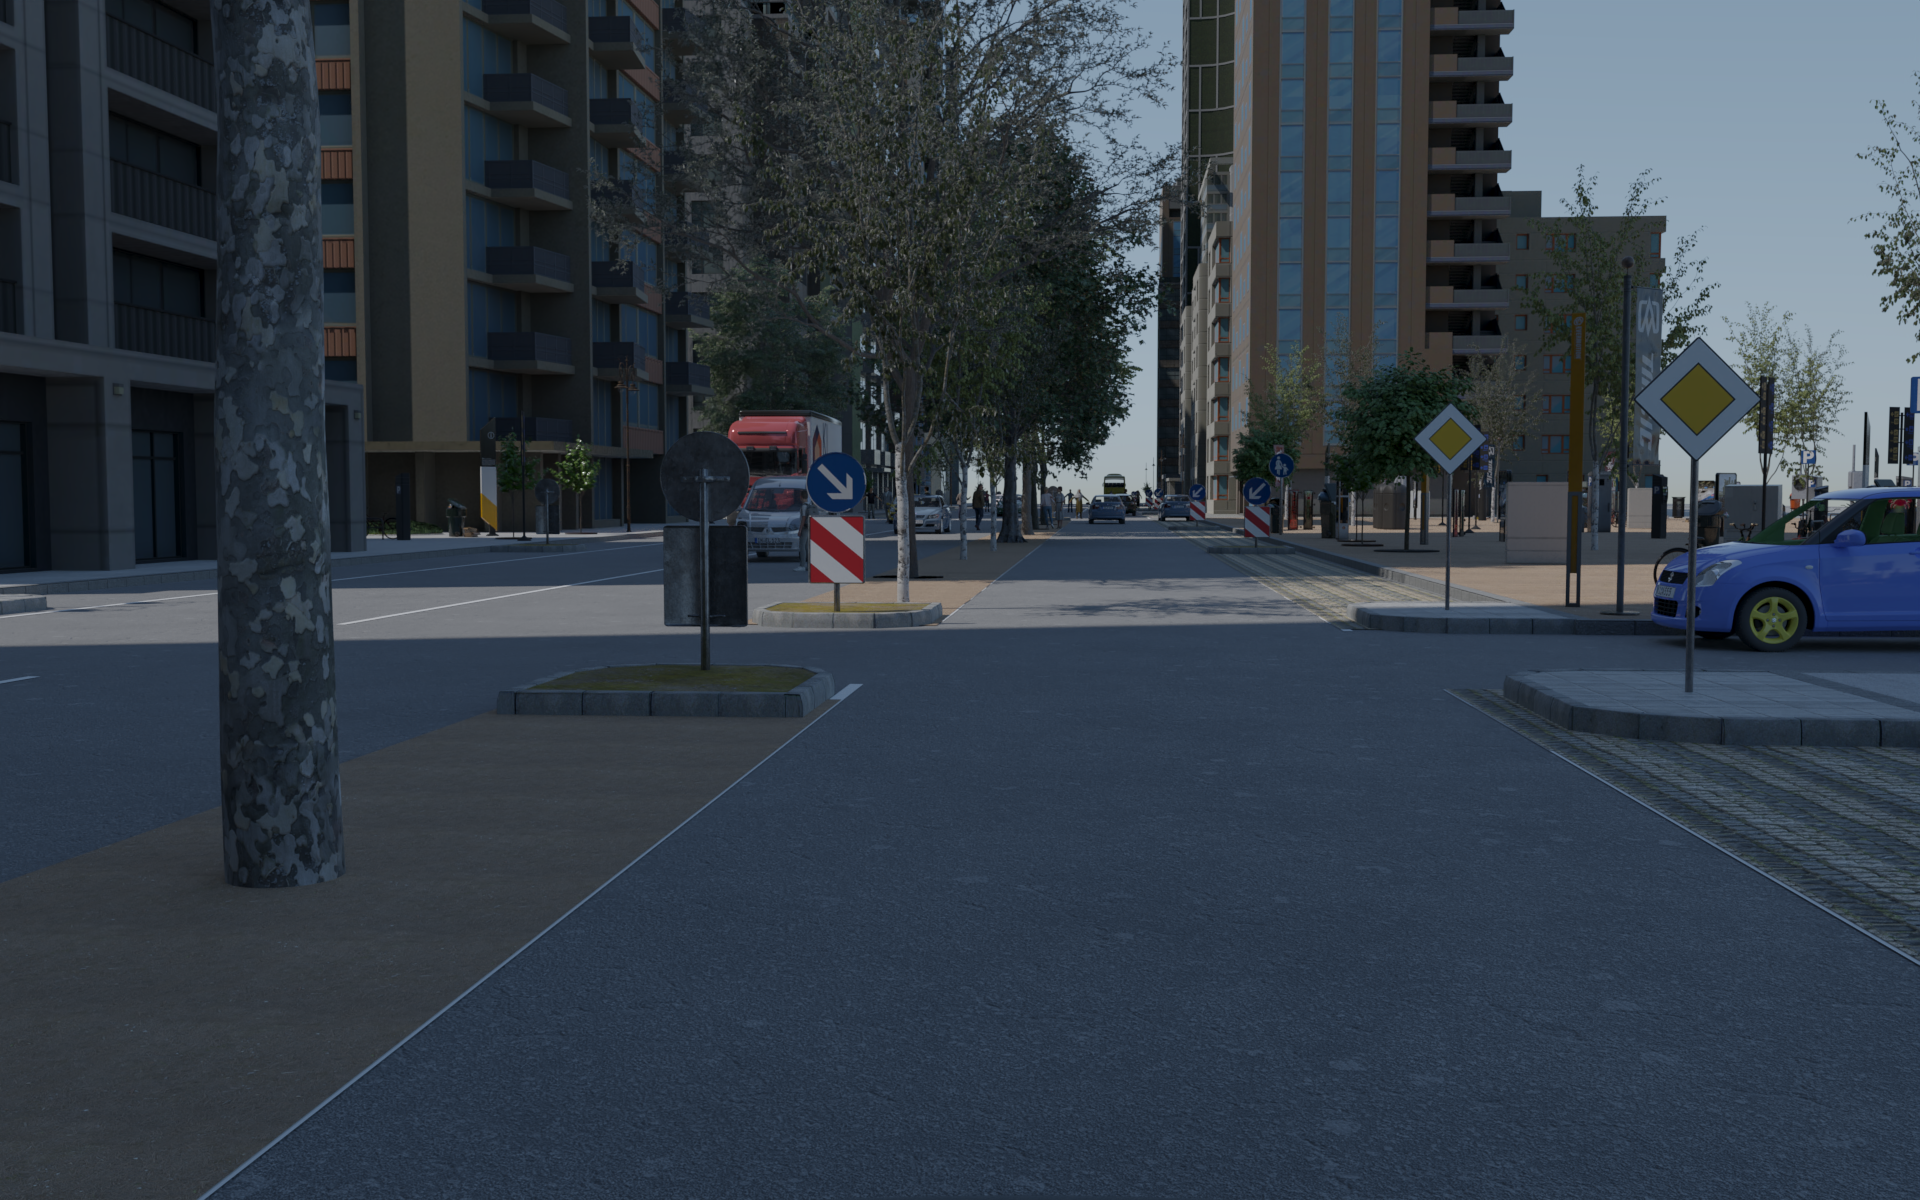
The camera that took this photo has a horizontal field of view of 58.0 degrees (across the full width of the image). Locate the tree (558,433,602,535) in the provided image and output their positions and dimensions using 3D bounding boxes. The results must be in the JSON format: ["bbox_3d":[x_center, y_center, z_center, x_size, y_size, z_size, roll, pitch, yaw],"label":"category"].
[{"bbox_3d":[-12.223,-3.702,55.131,1.663,3.219,1.824,0,3,0],"label":"tree"}]

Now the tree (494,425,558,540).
[{"bbox_3d":[-12.720,-3.329,49.031,1.663,3.219,1.824,0,3,0],"label":"tree"}]

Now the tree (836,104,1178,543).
[{"bbox_3d":[1.478,-8.011,50.441,9.611,12.733,9.660,0,3,0],"label":"tree"}]

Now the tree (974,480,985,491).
[{"bbox_3d":[2.838,-14.511,231.852,1.663,3.219,1.824,0,3,0],"label":"tree"}]

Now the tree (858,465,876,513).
[{"bbox_3d":[-6.485,-7.440,116.242,1.663,3.219,1.824,0,3,0],"label":"tree"}]

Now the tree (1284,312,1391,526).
[{"bbox_3d":[15.703,-7.267,69.181,4.360,8.622,3.978,0,3,0],"label":"tree"}]

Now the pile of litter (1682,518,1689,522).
[{"bbox_3d":[33.869,-3.971,78.885,1.719,0.858,1.176,3,5,41],"label":"pile of litter"}]

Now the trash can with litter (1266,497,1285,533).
[{"bbox_3d":[10.302,-2.773,56.732,0.624,1.170,1.055,0,4,6],"label":"trash can with litter"}]

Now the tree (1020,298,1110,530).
[{"bbox_3d":[3.781,-9.247,79.396,9.928,11.665,9.643,0,3,0],"label":"tree"}]

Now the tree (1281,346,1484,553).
[{"bbox_3d":[9.873,-3.348,38.461,4.285,4.588,4.351,0,3,0],"label":"tree"}]

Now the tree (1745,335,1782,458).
[{"bbox_3d":[36.217,-7.573,74.177,4.360,8.622,3.978,0,3,0],"label":"tree"}]

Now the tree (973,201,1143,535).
[{"bbox_3d":[2.405,-8.508,59.685,7.486,12.596,7.792,0,3,0],"label":"tree"}]

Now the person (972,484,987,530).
[{"bbox_3d":[0.759,-3.675,68.493,0.656,1.842,0.836,1,4,14],"label":"person"}]

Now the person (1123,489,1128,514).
[{"bbox_3d":[11.774,-6.982,122.670,0.705,1.822,1.348,2,4,35],"label":"person"}]

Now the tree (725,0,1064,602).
[{"bbox_3d":[-0.704,-4.166,20.926,4.360,8.622,3.978,0,3,0],"label":"tree"}]

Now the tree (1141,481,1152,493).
[{"bbox_3d":[26.947,-15.572,249.209,1.663,3.219,1.824,0,3,0],"label":"tree"}]

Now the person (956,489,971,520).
[{"bbox_3d":[0.228,-5.345,96.427,0.617,1.759,0.750,3,5,39],"label":"person"}]

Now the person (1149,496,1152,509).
[{"bbox_3d":[16.789,-8.817,153.603,0.436,1.711,0.756,0,4,8],"label":"person"}]

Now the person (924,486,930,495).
[{"bbox_3d":[-1.880,-5.414,96.649,0.705,1.869,1.348,2,4,27],"label":"person"}]

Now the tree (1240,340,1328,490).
[{"bbox_3d":[15.484,-8.071,82.317,4.737,8.622,4.395,0,3,0],"label":"tree"}]

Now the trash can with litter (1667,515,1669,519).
[{"bbox_3d":[35.390,-4.744,88.620,1.678,1.210,2.233,-3,4,-36],"label":"trash can with litter"}]

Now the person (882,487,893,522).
[{"bbox_3d":[-3.642,-4.815,87.348,0.709,1.813,0.853,1,4,17],"label":"person"}]

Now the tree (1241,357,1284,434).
[{"bbox_3d":[16.693,-8.474,88.912,4.360,8.622,3.978,0,3,0],"label":"tree"}]

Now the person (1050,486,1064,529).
[{"bbox_3d":[3.965,-3.750,70.376,0.524,1.755,0.480,-2,4,-33],"label":"person"}]

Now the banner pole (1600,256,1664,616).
[{"bbox_3d":[7.220,-1.740,18.465,0.863,3.779,0.401,-2,4,-34],"label":"banner pole"}]

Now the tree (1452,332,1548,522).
[{"bbox_3d":[24.793,-7.926,79.955,4.360,8.622,3.978,0,3,0],"label":"tree"}]

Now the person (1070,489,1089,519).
[{"bbox_3d":[6.900,-5.551,99.987,1.217,1.736,0.721,-1,4,-12],"label":"person"}]

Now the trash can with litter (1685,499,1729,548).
[{"bbox_3d":[15.121,-1.451,35.110,0.624,1.170,1.055,3,5,39],"label":"trash can with litter"}]

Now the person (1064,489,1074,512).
[{"bbox_3d":[8.608,-7.740,135.127,1.350,1.814,0.705,0,4,-1],"label":"person"}]

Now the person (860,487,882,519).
[{"bbox_3d":[-5.062,-5.530,98.929,1.348,1.822,0.705,-1,4,-13],"label":"person"}]

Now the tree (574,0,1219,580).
[{"bbox_3d":[-0.896,-7.111,29.092,12.009,13.543,11.850,0,3,0],"label":"tree"}]

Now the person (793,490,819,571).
[{"bbox_3d":[-2.890,-1.297,32.298,0.523,1.515,0.503,-1,4,-14],"label":"person"}]

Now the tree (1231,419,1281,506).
[{"bbox_3d":[13.315,-5.617,75.559,4.285,4.588,4.351,0,3,0],"label":"tree"}]

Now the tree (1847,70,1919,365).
[{"bbox_3d":[17.466,-4.866,29.914,4.360,8.622,3.978,0,3,0],"label":"tree"}]

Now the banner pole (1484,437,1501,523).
[{"bbox_3d":[23.580,-5.297,76.620,0.863,3.779,0.401,0,4,5],"label":"banner pole"}]

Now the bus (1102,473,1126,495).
[{"bbox_3d":[18.443,-13.181,207.053,2.896,3.916,12.252,0,4,5],"label":"bus"}]

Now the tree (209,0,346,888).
[{"bbox_3d":[-1.380,-8.963,4.894,12.611,20.169,13.585,0,3,0],"label":"tree"}]

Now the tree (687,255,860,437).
[{"bbox_3d":[-9.691,-11.268,90.883,9.857,13.997,8.962,0,3,0],"label":"tree"}]

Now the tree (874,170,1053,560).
[{"bbox_3d":[0.056,-5.188,37.648,4.737,8.622,4.395,0,3,0],"label":"tree"}]

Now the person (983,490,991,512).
[{"bbox_3d":[2.204,-7.859,137.709,1.217,1.743,0.721,-2,4,-24],"label":"person"}]

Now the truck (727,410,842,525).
[{"bbox_3d":[-6.034,-4.361,60.218,2.839,4.237,11.283,0,4,4],"label":"truck"}]

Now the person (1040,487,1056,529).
[{"bbox_3d":[3.719,-3.817,71.585,0.731,1.740,0.598,-1,4,-19],"label":"person"}]

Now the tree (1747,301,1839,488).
[{"bbox_3d":[30.617,-7.041,65.483,4.737,8.622,4.395,0,3,0],"label":"tree"}]

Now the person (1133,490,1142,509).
[{"bbox_3d":[17.428,-9.870,169.888,1.348,1.823,0.705,-3,5,-40],"label":"person"}]

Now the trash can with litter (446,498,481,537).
[{"bbox_3d":[-14.776,-2.460,51.600,1.055,1.170,0.624,1,4,18],"label":"trash can with litter"}]

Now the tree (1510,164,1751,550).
[{"bbox_3d":[14.734,-5.437,39.265,4.737,8.622,4.395,0,3,0],"label":"tree"}]

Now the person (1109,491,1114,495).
[{"bbox_3d":[14.212,-9.348,162.283,0.756,1.711,0.436,2,4,32],"label":"person"}]

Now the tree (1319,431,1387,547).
[{"bbox_3d":[9.803,-2.940,42.673,1.663,3.219,1.824,0,3,0],"label":"tree"}]

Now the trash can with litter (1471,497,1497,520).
[{"bbox_3d":[26.757,-4.665,87.332,2.233,1.210,1.678,2,4,25],"label":"trash can with litter"}]
